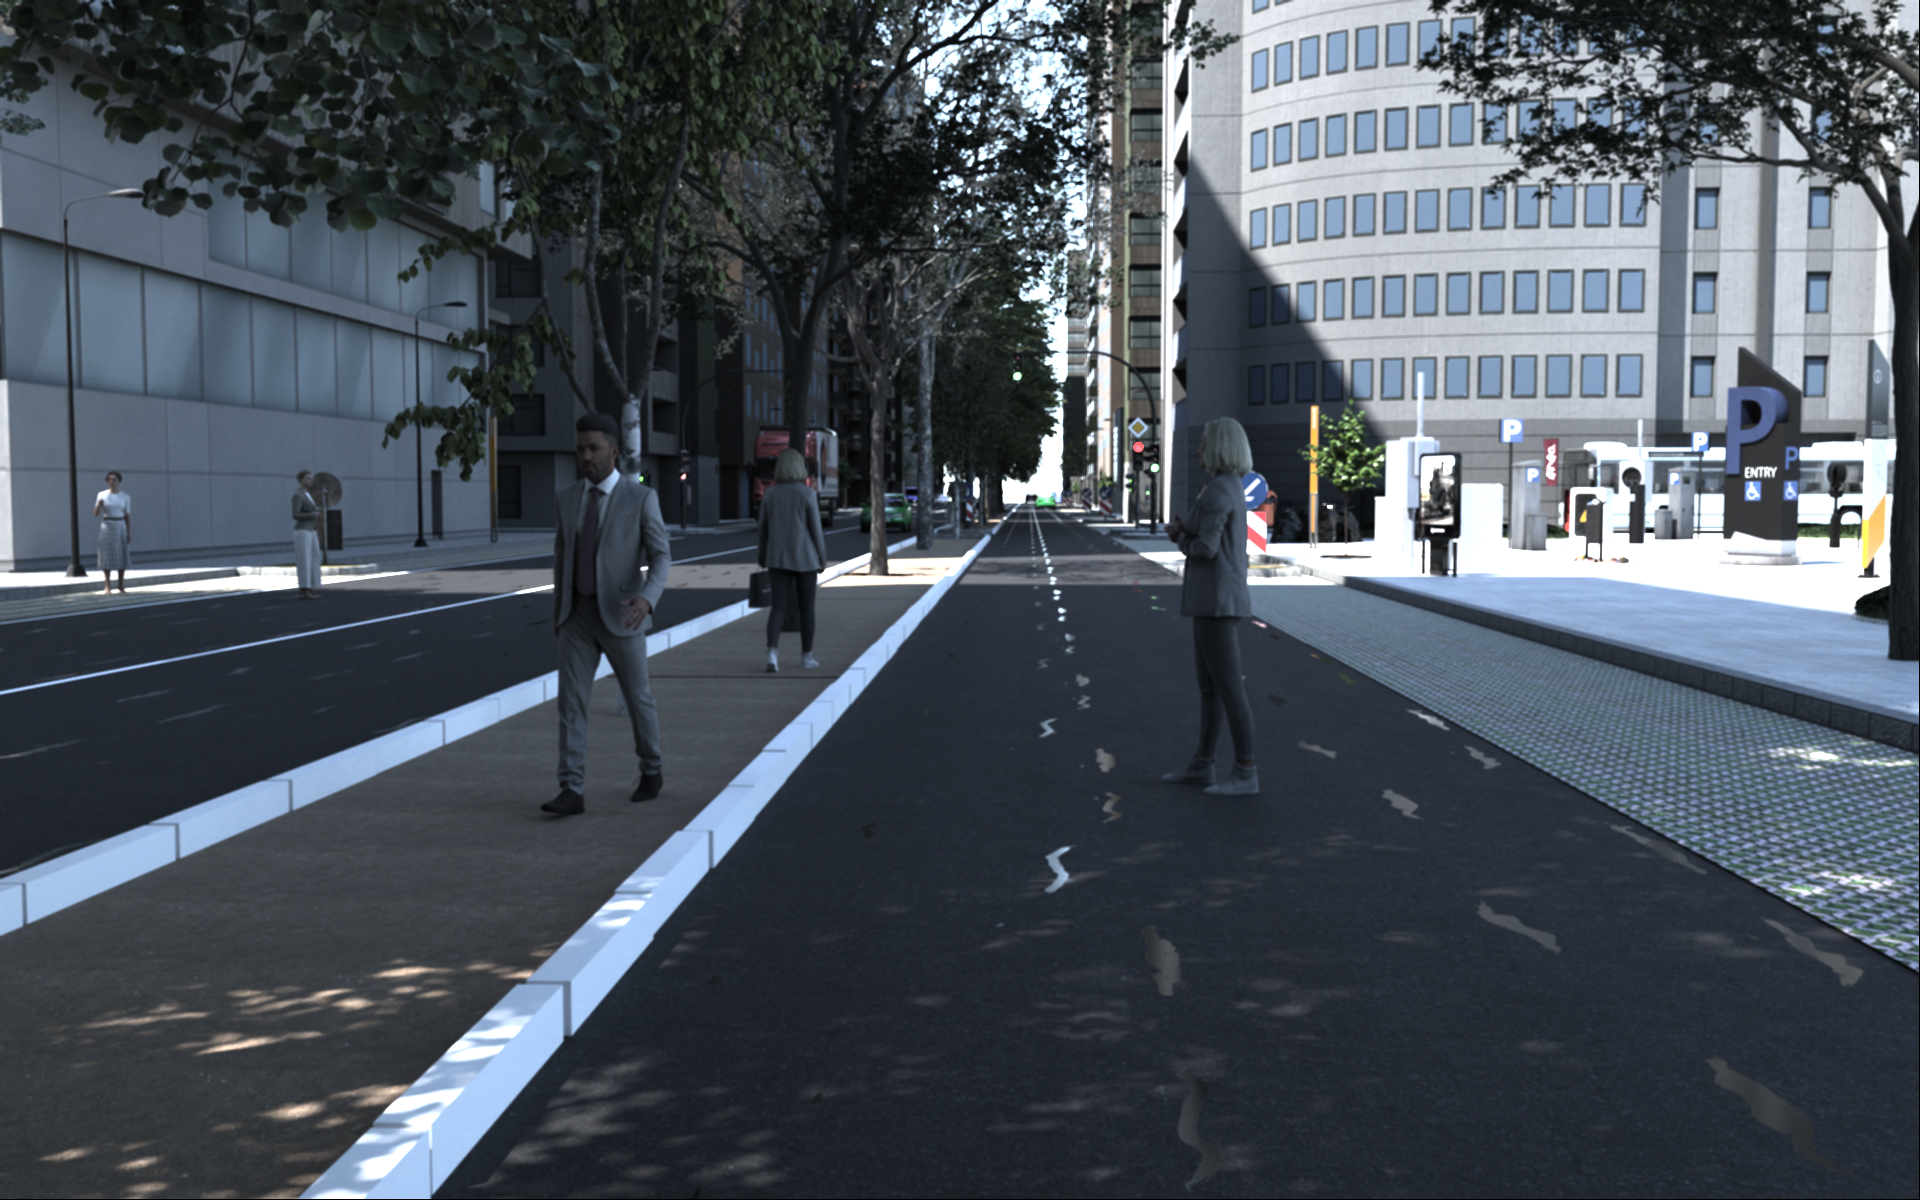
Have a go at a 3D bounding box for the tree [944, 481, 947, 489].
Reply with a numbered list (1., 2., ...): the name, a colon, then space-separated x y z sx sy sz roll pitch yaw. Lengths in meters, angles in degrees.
1. tree: -3.949 -19.244 298.357 4.285 4.588 4.351 0 3 0

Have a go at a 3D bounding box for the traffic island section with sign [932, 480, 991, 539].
1. traffic island section with sign: -0.124 -2.903 55.605 2.006 1.907 1.989 0 4 2

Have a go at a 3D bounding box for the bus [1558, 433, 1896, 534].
1. bus: 26.494 -3.910 58.781 13.247 3.499 2.948 0 4 1

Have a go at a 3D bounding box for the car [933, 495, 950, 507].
1. car: -2.159 -10.906 190.674 2.083 1.381 4.827 0 4 3

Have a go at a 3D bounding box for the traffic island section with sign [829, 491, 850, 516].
1. traffic island section with sign: -8.226 -6.394 113.172 1.989 1.847 2.006 0 4 2

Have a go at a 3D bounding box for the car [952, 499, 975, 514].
1. car: 0.152 -6.712 122.319 1.945 1.354 3.894 0 4 4

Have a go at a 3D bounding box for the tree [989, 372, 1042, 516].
1. tree: 2.037 -11.378 114.237 9.928 11.665 9.643 0 3 0

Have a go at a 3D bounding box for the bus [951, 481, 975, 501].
1. bus: 0.406 -14.886 238.241 2.948 3.499 13.247 0 4 4

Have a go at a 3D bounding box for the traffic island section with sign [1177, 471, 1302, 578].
1. traffic island section with sign: 4.862 -1.334 30.436 1.989 1.847 2.006 0 4 2

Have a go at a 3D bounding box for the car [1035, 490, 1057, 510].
1. car: 7.827 -9.100 157.585 1.959 1.807 4.718 0 4 1

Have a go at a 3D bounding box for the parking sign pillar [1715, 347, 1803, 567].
1. parking sign pillar: 14.446 -2.613 31.202 1.447 3.967 1.447 -2 4 -23

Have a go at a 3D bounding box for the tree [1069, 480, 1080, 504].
1. tree: 15.400 -14.442 230.721 1.663 3.219 1.824 0 3 0

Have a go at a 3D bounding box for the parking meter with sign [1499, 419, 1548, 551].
1. parking meter with sign: 12.883 -2.642 39.458 0.543 3.016 1.738 0 4 -6

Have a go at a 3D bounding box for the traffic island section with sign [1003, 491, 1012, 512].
1. traffic island section with sign: 3.157 -7.948 138.086 2.006 1.907 1.989 0 4 2

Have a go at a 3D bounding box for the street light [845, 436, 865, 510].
1. street light: -8.630 -10.251 140.141 1.470 5.913 1.316 0 4 2

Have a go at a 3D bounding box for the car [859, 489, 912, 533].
1. car: -2.778 -3.470 65.527 1.959 1.807 4.718 0 4 1

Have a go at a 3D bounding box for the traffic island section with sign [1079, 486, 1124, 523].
1. traffic island section with sign: 7.069 -4.722 85.830 1.989 1.847 2.006 0 4 2

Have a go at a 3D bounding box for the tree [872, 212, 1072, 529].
1. tree: 0.485 -8.996 67.669 7.486 12.596 7.792 0 3 0

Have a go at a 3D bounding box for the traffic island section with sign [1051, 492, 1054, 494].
1. traffic island section with sign: 11.204 -11.094 190.020 1.989 1.847 2.006 0 4 2

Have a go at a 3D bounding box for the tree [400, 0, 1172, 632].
1. tree: -1.781 -4.920 17.307 8.767 10.594 7.601 0 4 2

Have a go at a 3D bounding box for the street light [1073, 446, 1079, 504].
1. street light: 12.061 -12.001 168.757 1.470 5.913 1.316 0 4 2

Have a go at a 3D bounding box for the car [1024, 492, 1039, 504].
1. car: 10.756 -15.432 260.992 2.281 1.827 5.304 0 4 2

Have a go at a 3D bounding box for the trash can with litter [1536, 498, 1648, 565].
1. trash can with litter: 11.946 -1.300 32.308 1.678 1.210 2.233 -1 4 -10

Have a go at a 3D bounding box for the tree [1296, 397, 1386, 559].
1. tree: 7.860 -2.450 34.656 1.663 3.219 1.824 0 3 0

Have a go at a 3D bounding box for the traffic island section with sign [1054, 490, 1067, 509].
1. traffic island section with sign: 10.099 -9.393 162.198 1.989 1.847 2.006 0 4 2

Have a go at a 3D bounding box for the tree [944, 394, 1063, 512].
1. tree: 3.156 -13.119 133.964 9.611 12.733 9.660 0 3 0

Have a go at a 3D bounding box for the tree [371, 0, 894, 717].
1. tree: -2.163 -3.566 11.119 4.737 8.622 4.395 0 3 0

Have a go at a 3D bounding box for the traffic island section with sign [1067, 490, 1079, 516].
1. traffic island section with sign: 8.143 -6.379 112.925 1.989 1.847 2.006 0 4 2

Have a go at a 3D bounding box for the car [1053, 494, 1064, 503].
1. car: 13.508 -14.180 241.439 1.945 1.707 3.694 0 4 3

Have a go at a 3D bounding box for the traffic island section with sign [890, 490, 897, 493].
1. traffic island section with sign: -6.220 -9.486 163.724 1.989 1.847 2.006 0 4 2

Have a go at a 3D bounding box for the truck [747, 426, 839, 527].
1. truck: -6.889 -5.154 73.174 2.839 4.237 11.283 0 4 2

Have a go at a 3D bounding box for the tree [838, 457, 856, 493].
1. tree: -10.253 -9.293 135.662 4.285 4.588 4.351 0 3 0

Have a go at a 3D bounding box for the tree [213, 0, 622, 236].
1. tree: -2.549 -5.747 3.077 9.857 13.997 8.962 0 3 0

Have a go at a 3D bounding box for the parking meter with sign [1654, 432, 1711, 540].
1. parking meter with sign: 20.176 -3.193 48.470 1.738 3.016 0.543 -2 4 -31

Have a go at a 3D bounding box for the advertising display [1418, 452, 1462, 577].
1. advertising display: 7.529 -1.344 27.186 0.123 1.923 0.974 -1 4 -19

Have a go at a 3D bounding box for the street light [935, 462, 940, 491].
1. street light: -3.509 -18.109 268.621 1.470 5.913 1.316 0 4 2

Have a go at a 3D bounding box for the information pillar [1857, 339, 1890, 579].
1. information pillar: 13.918 -2.139 26.330 0.504 3.616 0.183 -2 4 -32

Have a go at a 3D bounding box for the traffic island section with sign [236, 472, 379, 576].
1. traffic island section with sign: -11.509 -1.359 30.854 1.989 1.847 2.006 0 4 2

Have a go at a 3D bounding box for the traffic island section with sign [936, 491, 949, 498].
1. traffic island section with sign: -2.951 -14.515 245.945 1.989 1.847 2.006 0 4 2

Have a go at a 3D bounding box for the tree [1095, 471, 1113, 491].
1. tree: 11.769 -8.901 140.140 1.663 3.219 1.824 0 3 0

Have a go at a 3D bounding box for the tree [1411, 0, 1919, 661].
1. tree: 7.009 -4.815 13.139 7.601 10.594 8.767 0 4 -1

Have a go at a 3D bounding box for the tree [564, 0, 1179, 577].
1. tree: -1.441 -7.161 29.912 12.009 13.543 11.850 0 3 0

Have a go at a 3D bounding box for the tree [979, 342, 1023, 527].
1. tree: 0.864 -7.410 73.979 4.737 8.622 4.395 0 3 0

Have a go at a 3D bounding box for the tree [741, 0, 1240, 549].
1. tree: 0.269 -11.304 43.159 12.611 20.169 13.585 0 3 0

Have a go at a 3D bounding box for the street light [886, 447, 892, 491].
1. street light: -7.391 -12.077 169.997 1.470 5.913 1.316 0 4 2

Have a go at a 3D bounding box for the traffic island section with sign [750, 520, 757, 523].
1. traffic island section with sign: -9.313 -4.730 85.967 1.989 1.847 2.006 0 4 2

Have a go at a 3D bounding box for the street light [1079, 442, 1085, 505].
1. street light: 11.588 -11.088 153.823 1.470 5.913 1.316 0 4 2

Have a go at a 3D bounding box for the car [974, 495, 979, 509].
1. car: 0.977 -9.156 162.281 1.945 1.354 3.894 0 4 3

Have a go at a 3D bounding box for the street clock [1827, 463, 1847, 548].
1. street clock: 20.732 -2.228 40.995 0.358 2.002 0.471 0 4 -1

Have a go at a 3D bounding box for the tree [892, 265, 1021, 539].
1. tree: -0.086 -6.202 54.229 4.360 8.622 3.978 0 3 0
